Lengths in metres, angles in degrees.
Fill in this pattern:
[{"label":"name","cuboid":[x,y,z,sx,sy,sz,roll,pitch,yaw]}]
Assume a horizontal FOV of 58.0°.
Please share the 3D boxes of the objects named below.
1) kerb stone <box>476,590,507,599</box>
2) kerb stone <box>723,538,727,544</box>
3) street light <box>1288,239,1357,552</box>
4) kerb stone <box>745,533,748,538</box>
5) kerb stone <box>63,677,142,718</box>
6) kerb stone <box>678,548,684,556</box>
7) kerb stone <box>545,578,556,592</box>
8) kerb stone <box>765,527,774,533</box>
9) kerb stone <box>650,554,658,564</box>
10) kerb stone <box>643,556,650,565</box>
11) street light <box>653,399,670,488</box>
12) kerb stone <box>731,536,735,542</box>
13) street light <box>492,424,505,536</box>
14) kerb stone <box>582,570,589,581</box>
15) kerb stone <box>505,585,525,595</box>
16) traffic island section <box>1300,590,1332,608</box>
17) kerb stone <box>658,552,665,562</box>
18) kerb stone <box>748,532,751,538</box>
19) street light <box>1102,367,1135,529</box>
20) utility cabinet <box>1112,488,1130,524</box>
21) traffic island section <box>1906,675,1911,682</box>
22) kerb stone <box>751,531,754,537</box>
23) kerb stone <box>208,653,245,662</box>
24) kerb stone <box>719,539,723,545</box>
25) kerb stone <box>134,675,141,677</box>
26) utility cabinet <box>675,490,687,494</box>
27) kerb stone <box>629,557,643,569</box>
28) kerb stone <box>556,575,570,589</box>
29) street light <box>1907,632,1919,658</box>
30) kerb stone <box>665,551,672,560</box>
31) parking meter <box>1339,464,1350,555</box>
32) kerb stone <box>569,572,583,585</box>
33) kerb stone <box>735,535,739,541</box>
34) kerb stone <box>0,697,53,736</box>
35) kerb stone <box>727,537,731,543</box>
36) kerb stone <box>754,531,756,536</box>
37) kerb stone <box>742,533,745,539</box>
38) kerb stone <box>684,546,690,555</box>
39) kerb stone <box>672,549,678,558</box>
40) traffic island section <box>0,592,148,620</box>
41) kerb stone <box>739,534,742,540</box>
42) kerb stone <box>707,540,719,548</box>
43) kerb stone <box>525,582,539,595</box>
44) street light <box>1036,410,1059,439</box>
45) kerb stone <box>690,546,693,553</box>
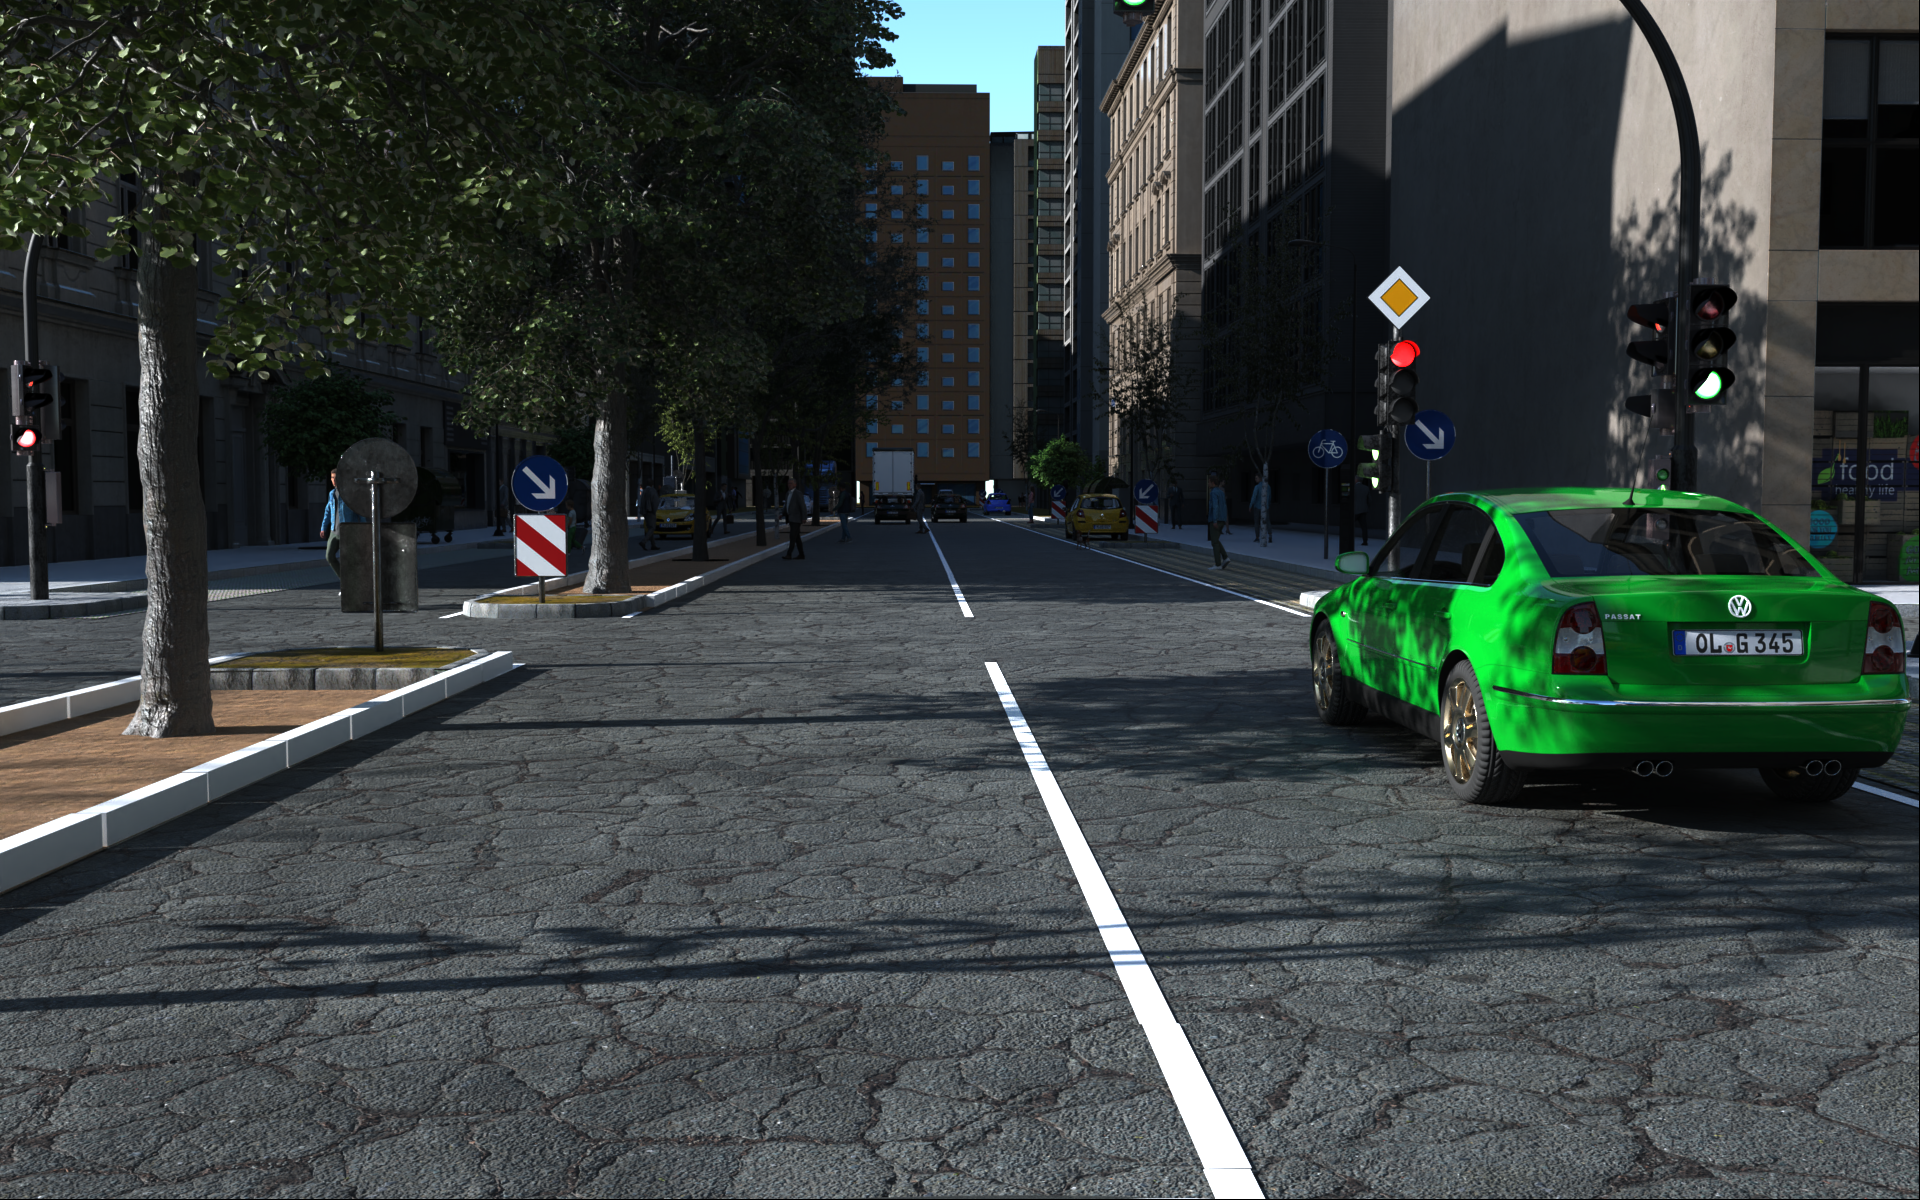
[{"label":"kerb stone","cuboid":[-6.032,0.000,22.270,0.120,0.150,1.000,0,4,-2]},{"label":"kerb stone","cuboid":[-6.758,-1.636,48.946,0.120,0.150,1.000,0,4,-2]},{"label":"street light","cuboid":[6.681,-3.623,31.782,1.470,5.913,1.316,0,4,-2]},{"label":"kerb stone","cuboid":[-6.928,-2.012,55.116,0.120,0.150,1.000,0,4,-2]},{"label":"kerb stone","cuboid":[-5.723,0.656,11.493,0.120,0.150,1.000,0,4,-2]},{"label":"kerb stone","cuboid":[-6.510,-1.065,39.701,0.120,0.150,1.000,0,4,-2]},{"label":"kerb stone","cuboid":[-6.110,-0.193,25.351,0.120,0.150,1.000,0,4,-2]},{"label":"kerb stone","cuboid":[-7.208,-2.642,65.386,0.120,0.150,1.000,0,4,-2]},{"label":"kerb stone","cuboid":[-6.392,-0.821,35.612,0.120,0.150,1.000,0,4,-2]},{"label":"kerb stone","cuboid":[-6.370,-0.750,34.587,0.120,0.150,1.000,0,4,-2]},{"label":"street light","cuboid":[-14.377,-6.846,84.472,1.470,5.913,1.316,0,4,-2]},{"label":"kerb stone","cuboid":[-6.813,-1.762,51.003,0.120,0.150,1.000,0,4,-2]},{"label":"street light","cuboid":[-13.535,-4.901,52.665,1.470,5.913,1.316,0,4,-2]},{"label":"kerb stone","cuboid":[-6.196,-0.382,28.436,0.120,0.150,1.000,0,4,-2]},{"label":"kerb stone","cuboid":[-6.060,-0.068,23.302,0.120,0.150,1.000,0,4,-2]},{"label":"traffic island section","cuboid":[5.411,0.045,21.540,2.009,0.180,2.903,0,4,-2]},{"label":"kerb stone","cuboid":[-6.418,-0.877,36.635,0.120,0.150,1.000,0,4,-2]},{"label":"kerb stone","cuboid":[-6.956,-2.076,56.139,0.120,0.150,1.000,0,4,-2]},{"label":"street light","cuboid":[5.771,-5.569,63.587,1.470,5.913,1.316,0,4,-2]},{"label":"utility cabinet","cuboid":[6.144,-3.515,66.157,0.318,1.500,1.173,2,4,26]},{"label":"traffic island section","cuboid":[5.631,0.534,13.557,2.009,0.180,2.903,0,4,-2]},{"label":"kerb stone","cuboid":[-6.979,-2.139,57.168,0.120,0.150,1.000,0,4,-2]},{"label":"kerb stone","cuboid":[-5.788,0.531,13.549,0.120,0.150,1.000,0,4,-2]},{"label":"kerb stone","cuboid":[-6.738,-1.568,47.925,0.120,0.150,1.000,0,4,-2]},{"label":"kerb stone","cuboid":[-5.761,0.594,12.520,0.120,0.150,1.000,0,4,-2]},{"label":"utility cabinet","cuboid":[-15.430,-5.276,94.934,0.318,1.500,1.173,2,4,27]},{"label":"kerb stone","cuboid":[-6.339,-0.695,33.560,0.120,0.150,1.000,0,4,-2]},{"label":"kerb stone","cuboid":[-6.145,-0.252,26.384,0.120,0.150,1.000,0,4,-2]},{"label":"street light","cuboid":[7.089,-2.503,13.470,1.470,5.913,1.316,0,4,-2]},{"label":"kerb stone","cuboid":[-6.455,-0.944,37.657,0.120,0.150,1.000,0,4,-2]},{"label":"parking meter","cuboid":[7.535,-1.712,33.705,0.255,1.863,0.399,1,4,18]},{"label":"kerb stone","cuboid":[-6.162,-0.319,27.408,0.120,0.150,1.000,0,4,-2]},{"label":"kerb stone","cuboid":[-6.841,-1.825,52.037,0.120,0.150,1.000,0,4,-2]},{"label":"kerb stone","cuboid":[-5.703,0.717,10.471,0.120,0.150,1.000,0,4,-2]},{"label":"kerb stone","cuboid":[-6.791,-1.699,49.980,0.120,0.150,1.000,0,4,-2]},{"label":"kerb stone","cuboid":[-7.016,-2.200,58.193,0.120,0.150,1.000,0,4,-2]},{"label":"kerb stone","cuboid":[-6.900,-1.948,54.092,0.120,0.150,1.000,0,4,-2]},{"label":"kerb stone","cuboid":[-6.536,-1.131,40.730,0.120,0.150,1.000,0,4,-2]},{"label":"kerb stone","cuboid":[-6.477,-1.008,38.679,0.120,0.150,1.000,0,4,-2]},{"label":"traffic island section","cuboid":[-11.224,0.073,21.088,2.009,0.180,2.903,0,4,-2]},{"label":"kerb stone","cuboid":[-6.875,-1.882,53.071,0.120,0.150,1.000,0,4,-2]},{"label":"kerb stone","cuboid":[-6.702,-1.511,46.893,0.120,0.150,1.000,0,4,-2]},{"label":"kerb stone","cuboid":[-6.085,-0.129,24.324,0.120,0.150,1.000,0,4,-2]},{"label":"street light","cuboid":[4.884,-7.514,95.393,1.470,5.913,1.316,0,4,-2]},{"label":"kerb stone","cuboid":[-6.563,-1.196,41.757,0.120,0.150,1.000,0,4,-2]}]
